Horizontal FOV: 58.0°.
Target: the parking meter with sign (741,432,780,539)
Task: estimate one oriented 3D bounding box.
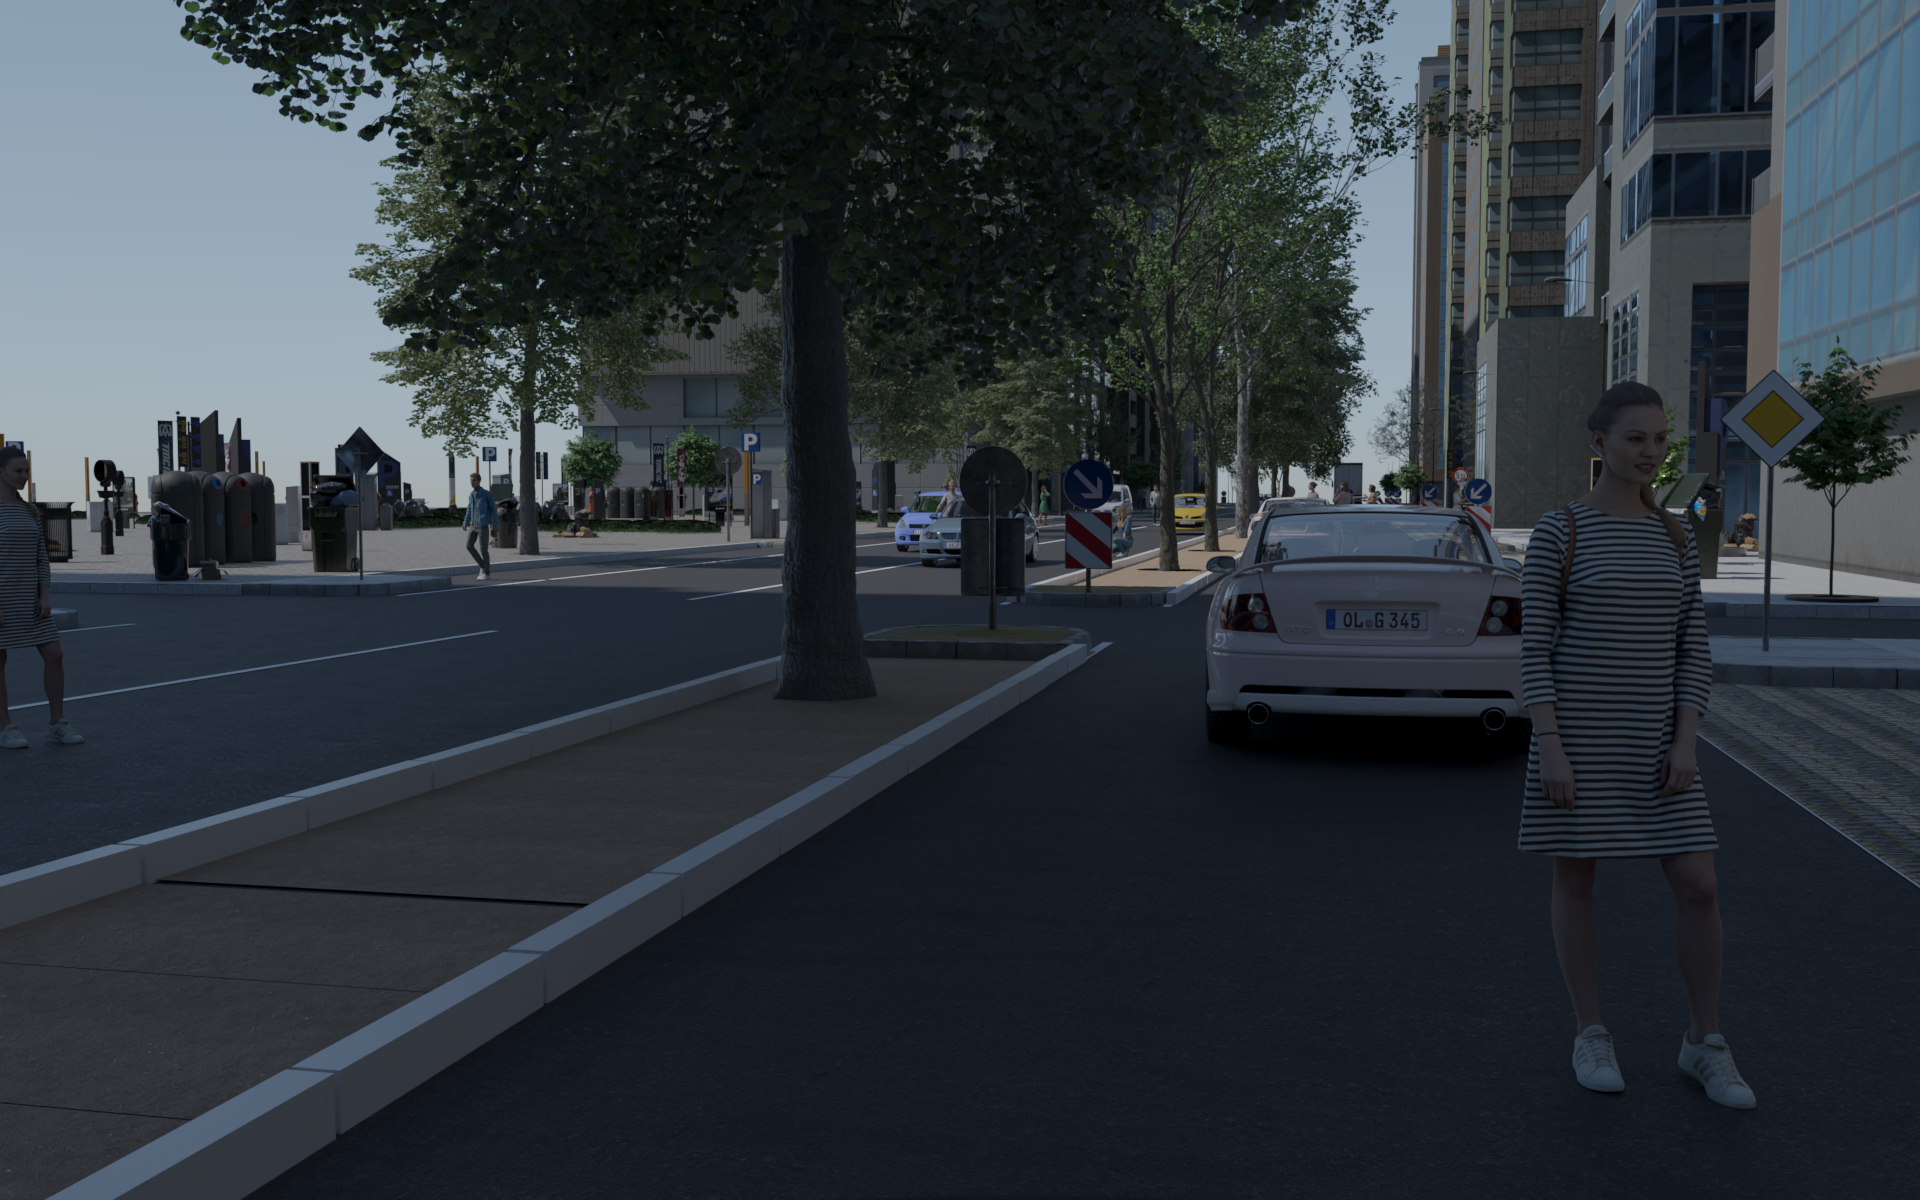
[{"bbox_3d":[-5.694,-3.278,49.862,0.543,3.016,1.738,1,4,16],"label":"parking meter with sign"}]

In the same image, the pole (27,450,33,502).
[{"bbox_3d":[-43.277,-5.306,80.599,0.158,3.312,0.155,0,3,0],"label":"pole"}]

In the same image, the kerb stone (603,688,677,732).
[{"bbox_3d":[-2.031,0.695,10.838,0.120,0.150,1.000,1,4,13],"label":"kerb stone"}]

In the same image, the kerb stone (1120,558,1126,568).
[{"bbox_3d":[3.036,-0.682,33.376,0.120,0.150,1.000,1,4,13],"label":"kerb stone"}]

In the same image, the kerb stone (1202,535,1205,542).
[{"bbox_3d":[7.097,-1.780,51.374,0.120,0.150,1.000,1,4,13],"label":"kerb stone"}]

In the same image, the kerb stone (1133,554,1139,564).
[{"bbox_3d":[3.495,-0.801,35.382,0.120,0.150,1.000,1,4,13],"label":"kerb stone"}]

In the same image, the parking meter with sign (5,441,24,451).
[{"bbox_3d":[-30.942,-3.662,56.129,0.543,3.016,1.738,0,4,-7],"label":"parking meter with sign"}]

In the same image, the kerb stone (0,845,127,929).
[{"bbox_3d":[-3.156,1.000,5.842,0.120,0.150,1.000,1,4,13],"label":"kerb stone"}]

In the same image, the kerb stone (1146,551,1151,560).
[{"bbox_3d":[3.950,-0.928,37.375,0.120,0.150,1.000,1,4,13],"label":"kerb stone"}]

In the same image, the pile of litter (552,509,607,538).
[{"bbox_3d":[-11.240,-2.268,51.046,1.719,0.858,1.176,3,4,37],"label":"pile of litter"}]

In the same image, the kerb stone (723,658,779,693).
[{"bbox_3d":[-1.581,0.572,12.838,0.120,0.150,1.000,1,4,13],"label":"kerb stone"}]

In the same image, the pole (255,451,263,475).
[{"bbox_3d":[-33.448,-5.420,82.459,0.158,3.312,0.155,0,3,0],"label":"pole"}]

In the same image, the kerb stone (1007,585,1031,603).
[{"bbox_3d":[0.788,-0.066,23.358,0.120,0.150,1.000,1,4,13],"label":"kerb stone"}]

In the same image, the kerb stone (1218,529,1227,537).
[{"bbox_3d":[9.124,-2.335,60.375,0.120,0.150,1.000,1,4,13],"label":"kerb stone"}]

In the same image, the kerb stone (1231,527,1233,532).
[{"bbox_3d":[9.803,-2.520,63.391,0.120,0.150,1.000,1,4,13],"label":"kerb stone"}]

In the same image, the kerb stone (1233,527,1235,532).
[{"bbox_3d":[10.026,-2.576,64.388,0.120,0.150,1.000,1,4,13],"label":"kerb stone"}]

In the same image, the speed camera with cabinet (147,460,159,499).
[{"bbox_3d":[-38.947,-5.557,85.197,0.660,3.252,2.038,1,4,21],"label":"speed camera with cabinet"}]

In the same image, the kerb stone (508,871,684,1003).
[{"bbox_3d":[-1.109,1.031,5.369,0.120,0.150,1.000,1,4,13],"label":"kerb stone"}]

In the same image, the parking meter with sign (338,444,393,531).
[{"bbox_3d":[-20.828,-3.944,60.740,1.738,3.016,0.543,0,4,-3],"label":"parking meter with sign"}]

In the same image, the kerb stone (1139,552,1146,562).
[{"bbox_3d":[3.727,-0.867,36.377,0.120,0.150,1.000,1,4,13],"label":"kerb stone"}]

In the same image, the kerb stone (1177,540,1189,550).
[{"bbox_3d":[5.970,-1.479,46.376,0.120,0.150,1.000,1,4,13],"label":"kerb stone"}]

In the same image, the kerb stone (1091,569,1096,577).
[{"bbox_3d":[2.138,-0.439,29.366,0.120,0.150,1.000,1,4,13],"label":"kerb stone"}]

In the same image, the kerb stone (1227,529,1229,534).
[{"bbox_3d":[9.350,-2.396,61.378,0.120,0.150,1.000,1,4,13],"label":"kerb stone"}]

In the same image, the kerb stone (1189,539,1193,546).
[{"bbox_3d":[6.199,-1.535,47.374,0.120,0.150,1.000,1,4,13],"label":"kerb stone"}]

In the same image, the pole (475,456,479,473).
[{"bbox_3d":[-25.901,-6.066,93.016,0.158,3.312,0.155,0,3,0],"label":"pole"}]

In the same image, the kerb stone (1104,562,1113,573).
[{"bbox_3d":[2.595,-0.555,31.371,0.120,0.150,1.000,1,4,13],"label":"kerb stone"}]

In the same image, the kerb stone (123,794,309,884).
[{"bbox_3d":[-2.928,0.939,6.841,0.120,0.150,1.000,1,4,13],"label":"kerb stone"}]

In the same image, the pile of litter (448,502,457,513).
[{"bbox_3d":[-26.002,-4.527,87.976,1.176,0.858,1.719,-1,4,-12],"label":"pile of litter"}]

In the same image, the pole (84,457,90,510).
[{"bbox_3d":[-48.099,-6.216,95.477,0.158,3.312,0.155,0,3,0],"label":"pole"}]

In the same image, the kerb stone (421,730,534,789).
[{"bbox_3d":[-2.476,0.819,8.842,0.120,0.150,1.000,1,4,13],"label":"kerb stone"}]

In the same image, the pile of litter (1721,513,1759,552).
[{"bbox_3d":[17.557,-1.526,38.913,1.176,0.858,1.719,-2,4,-29],"label":"pile of litter"}]

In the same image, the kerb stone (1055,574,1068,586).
[{"bbox_3d":[1.468,-0.255,26.370,0.120,0.150,1.000,1,4,13],"label":"kerb stone"}]

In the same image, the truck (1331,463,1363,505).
[{"bbox_3d":[35.692,-10.435,159.531,2.839,4.237,11.283,1,4,12],"label":"truck"}]

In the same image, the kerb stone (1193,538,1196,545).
[{"bbox_3d":[6.424,-1.596,48.372,0.120,0.150,1.000,1,4,13],"label":"kerb stone"}]

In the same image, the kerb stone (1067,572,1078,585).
[{"bbox_3d":[1.687,-0.316,27.369,0.120,0.150,1.000,1,4,13],"label":"kerb stone"}]

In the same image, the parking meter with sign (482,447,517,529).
[{"bbox_3d":[-16.727,-4.091,63.151,0.543,3.016,1.738,-3,5,-43],"label":"parking meter with sign"}]

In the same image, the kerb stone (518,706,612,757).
[{"bbox_3d":[-2.258,0.756,9.841,0.120,0.150,1.000,1,4,13],"label":"kerb stone"}]

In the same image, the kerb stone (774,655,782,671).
[{"bbox_3d":[-1.352,0.514,13.834,0.120,0.150,1.000,1,4,13],"label":"kerb stone"}]

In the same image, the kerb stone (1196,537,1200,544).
[{"bbox_3d":[6.655,-1.659,49.373,0.120,0.150,1.000,1,4,13],"label":"kerb stone"}]

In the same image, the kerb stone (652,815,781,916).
[{"bbox_3d":[-0.884,0.968,6.366,0.120,0.150,1.000,1,4,13],"label":"kerb stone"}]

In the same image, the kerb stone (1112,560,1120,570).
[{"bbox_3d":[2.815,-0.623,32.375,0.120,0.150,1.000,1,4,13],"label":"kerb stone"}]

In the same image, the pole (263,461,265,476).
[{"bbox_3d":[-42.968,-6.919,106.966,0.158,3.312,0.155,0,3,0],"label":"pole"}]

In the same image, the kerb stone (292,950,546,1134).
[{"bbox_3d":[-1.334,1.095,4.371,0.120,0.150,1.000,1,4,13],"label":"kerb stone"}]

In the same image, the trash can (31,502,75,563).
[{"bbox_3d":[-16.993,-1.274,32.484,0.748,1.137,0.748,0,3,0],"label":"trash can"}]

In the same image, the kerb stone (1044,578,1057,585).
[{"bbox_3d":[1.240,-0.192,25.366,0.120,0.150,1.000,1,4,13],"label":"kerb stone"}]

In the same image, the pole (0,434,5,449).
[{"bbox_3d":[-32.253,-3.948,58.392,0.158,3.312,0.155,0,3,0],"label":"pole"}]

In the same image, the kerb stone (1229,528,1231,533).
[{"bbox_3d":[9.578,-2.458,62.378,0.120,0.150,1.000,1,4,13],"label":"kerb stone"}]

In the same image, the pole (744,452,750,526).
[{"bbox_3d":[-8.612,-4.654,69.941,0.158,3.312,0.155,0,3,0],"label":"pole"}]

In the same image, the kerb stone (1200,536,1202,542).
[{"bbox_3d":[6.874,-1.724,50.376,0.120,0.150,1.000,1,4,13],"label":"kerb stone"}]

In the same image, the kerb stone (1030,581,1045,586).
[{"bbox_3d":[1.015,-0.133,24.366,0.120,0.150,1.000,1,4,13],"label":"kerb stone"}]

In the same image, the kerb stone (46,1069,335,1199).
[{"bbox_3d":[-1.555,1.153,3.369,0.120,0.150,1.000,1,4,13],"label":"kerb stone"}]

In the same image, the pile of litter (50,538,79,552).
[{"bbox_3d":[-20.441,-1.488,38.294,1.719,0.858,1.176,-1,4,-22],"label":"pile of litter"}]

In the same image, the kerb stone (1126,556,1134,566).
[{"bbox_3d":[3.275,-0.741,34.384,0.120,0.150,1.000,1,4,13],"label":"kerb stone"}]

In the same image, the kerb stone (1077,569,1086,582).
[{"bbox_3d":[1.923,-0.377,28.367,0.120,0.150,1.000,1,4,13],"label":"kerb stone"}]

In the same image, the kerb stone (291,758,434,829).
[{"bbox_3d":[-2.707,0.878,7.843,0.120,0.150,1.000,1,4,13],"label":"kerb stone"}]

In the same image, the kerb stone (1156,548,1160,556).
[{"bbox_3d":[4.394,-1.050,39.375,0.120,0.150,1.000,1,4,13],"label":"kerb stone"}]

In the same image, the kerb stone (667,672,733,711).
[{"bbox_3d":[-1.801,0.633,11.839,0.120,0.150,1.000,1,4,13],"label":"kerb stone"}]

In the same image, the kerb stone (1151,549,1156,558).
[{"bbox_3d":[4.166,-0.987,38.379,0.120,0.150,1.000,1,4,13],"label":"kerb stone"}]

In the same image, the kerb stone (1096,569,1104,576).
[{"bbox_3d":[2.358,-0.500,30.364,0.120,0.150,1.000,1,4,13],"label":"kerb stone"}]
